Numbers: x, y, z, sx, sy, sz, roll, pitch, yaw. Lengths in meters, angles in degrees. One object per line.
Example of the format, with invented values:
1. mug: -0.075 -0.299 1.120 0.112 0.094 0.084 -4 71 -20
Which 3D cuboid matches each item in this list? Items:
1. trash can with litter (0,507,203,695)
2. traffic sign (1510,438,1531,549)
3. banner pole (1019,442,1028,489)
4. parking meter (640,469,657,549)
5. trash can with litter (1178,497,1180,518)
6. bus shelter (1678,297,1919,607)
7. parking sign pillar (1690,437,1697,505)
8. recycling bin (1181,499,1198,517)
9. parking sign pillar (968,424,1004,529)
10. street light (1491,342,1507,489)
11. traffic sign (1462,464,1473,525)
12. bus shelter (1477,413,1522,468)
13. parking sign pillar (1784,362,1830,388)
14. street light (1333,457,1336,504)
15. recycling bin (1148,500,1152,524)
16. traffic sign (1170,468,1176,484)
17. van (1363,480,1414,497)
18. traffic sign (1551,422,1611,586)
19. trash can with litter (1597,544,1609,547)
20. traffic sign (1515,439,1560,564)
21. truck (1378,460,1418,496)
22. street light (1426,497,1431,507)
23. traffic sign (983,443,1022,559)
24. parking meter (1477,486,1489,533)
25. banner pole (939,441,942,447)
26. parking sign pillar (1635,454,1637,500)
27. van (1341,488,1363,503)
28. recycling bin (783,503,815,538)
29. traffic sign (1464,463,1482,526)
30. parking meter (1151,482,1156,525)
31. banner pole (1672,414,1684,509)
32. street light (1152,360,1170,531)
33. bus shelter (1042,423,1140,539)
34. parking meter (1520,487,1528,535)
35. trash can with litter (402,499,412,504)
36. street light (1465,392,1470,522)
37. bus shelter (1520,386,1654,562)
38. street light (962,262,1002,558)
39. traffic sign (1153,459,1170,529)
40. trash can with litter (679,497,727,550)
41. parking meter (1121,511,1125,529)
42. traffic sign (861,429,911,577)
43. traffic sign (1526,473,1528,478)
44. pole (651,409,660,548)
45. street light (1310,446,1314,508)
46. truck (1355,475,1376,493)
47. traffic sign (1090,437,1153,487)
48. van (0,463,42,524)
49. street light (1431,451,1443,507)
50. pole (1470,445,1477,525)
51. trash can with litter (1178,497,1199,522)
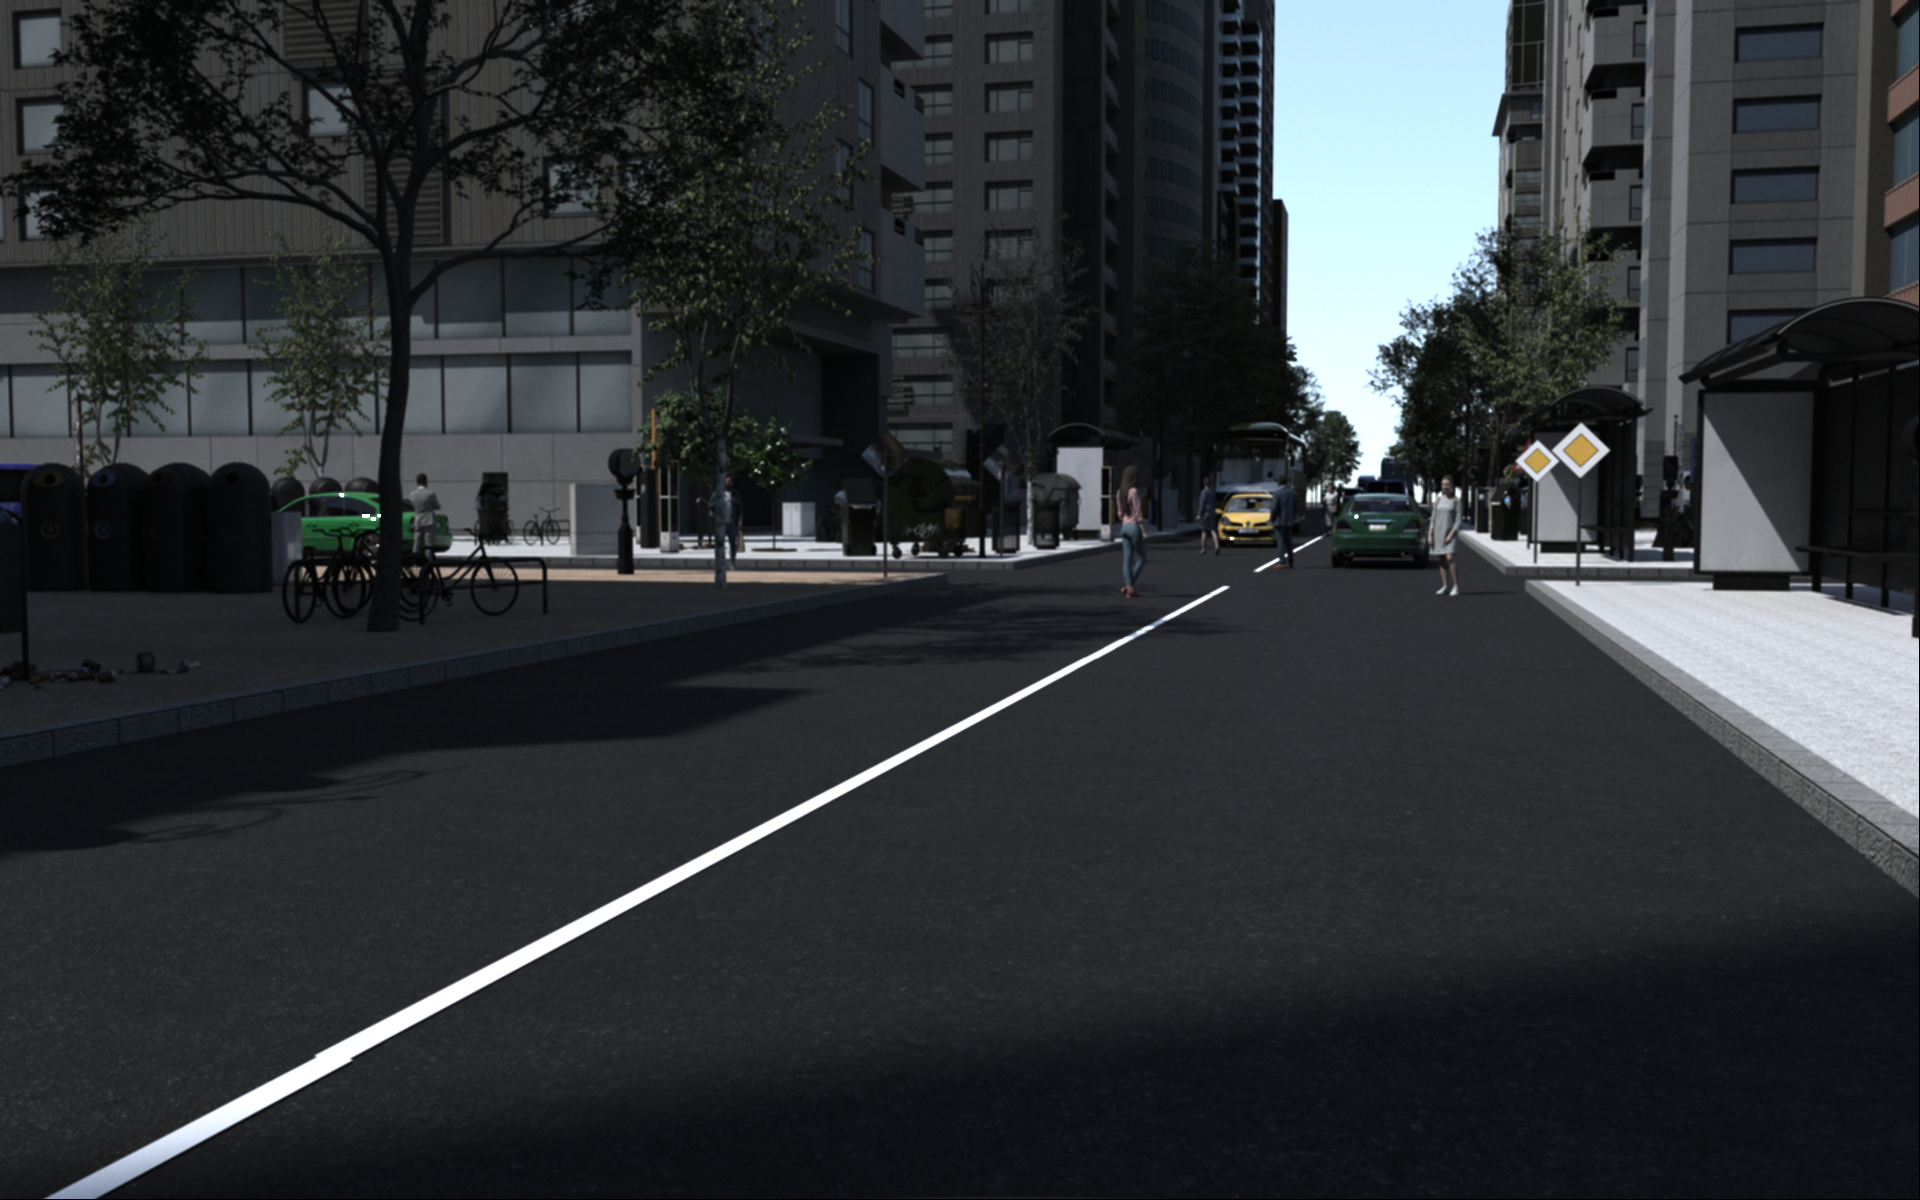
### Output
1. trash can with litter: -6.227 -0.050 11.870 1.678 1.210 2.233 3 5 41
2. traffic sign: 13.207 -2.456 40.166 0.884 2.594 0.081 1 4 21
3. banner pole: 3.031 -5.704 83.274 0.863 3.779 0.401 -3 5 -42
4. parking meter: -7.365 -2.151 40.874 0.255 1.863 0.399 -3 5 -39
5. trash can with litter: 11.246 -4.913 91.718 0.624 1.170 1.055 -1 4 -12
6. bus shelter: 9.957 -1.624 20.478 2.014 3.302 5.546 1 4 14
7. parking sign pillar: 25.068 -4.270 58.289 1.447 3.967 1.447 0 4 -1
8. recycling bin: 12.959 -5.225 97.977 0.722 1.027 0.722 -2 4 -23
9. parking sign pillar: 0.982 -4.672 64.854 1.447 3.967 1.447 -1 4 -20
10. street light: 16.382 -4.884 52.649 0.468 5.910 1.993 1 4 14
11. traffic sign: 21.061 -4.353 71.281 0.768 2.556 0.104 1 4 16
12. bus shelter: 25.850 -6.466 83.345 2.179 5.291 8.768 1 4 14
13. parking sign pillar: 15.957 -2.738 33.240 1.447 3.967 1.447 2 4 35
14. street light: 46.639 -14.832 215.292 0.468 5.910 1.993 1 4 14
15. recycling bin: 8.550 -3.779 74.335 0.722 1.027 0.722 3 4 36
16. traffic sign: 8.243 -4.055 68.426 0.606 2.300 0.079 1 4 19
17. van: 18.829 -4.403 76.366 2.240 2.365 5.245 1 4 16
18. traffic sign: 8.628 -1.253 24.131 0.795 2.450 0.064 1 4 14
19. trash can with litter: 15.793 -1.888 42.250 0.624 1.170 1.055 2 4 35
20. traffic sign: 10.604 -1.726 31.869 0.795 2.450 0.064 1 4 14
21. truck: 31.363 -8.264 124.870 2.967 4.110 18.799 1 4 15
22. street light: 48.403 -12.539 177.795 0.468 5.910 1.993 1 4 14
23. traffic sign: 0.828 -1.880 34.378 0.795 2.450 0.064 1 4 14
24. parking meter: 17.240 -2.977 57.084 0.372 1.533 0.369 0 3 0
25. banner pole: -1.022 -5.590 81.418 0.401 3.779 0.863 2 4 26
26. parking sign pillar: 30.915 -5.654 80.910 1.447 3.967 1.447 -3 5 -40
27. van: 37.563 -9.848 165.406 2.240 2.365 5.245 1 4 14
28. recycling bin: -4.789 -2.381 51.489 0.722 1.027 0.722 2 4 32
29. traffic sign: 20.823 -4.286 70.182 0.768 2.556 0.104 1 4 19
30. parking meter: 8.078 -4.006 71.204 0.255 1.863 0.399 -2 4 -32
31. banner pole: 22.659 -3.955 54.674 0.863 3.779 0.401 -3 5 -44
32. street light: 6.969 -5.341 60.111 0.468 5.910 1.993 1 4 14
33. bus shelter: 4.007 -3.555 52.041 2.014 3.302 5.546 1 4 14
34. parking meter: 17.794 -2.811 54.376 0.372 1.533 0.369 0 3 0
35. trash can with litter: -12.842 -1.735 39.749 0.624 1.170 1.055 0 4 -3
36. street light: 22.880 -6.445 78.158 0.468 5.910 1.993 1 4 14
37. bus shelter: 12.541 -2.515 35.049 2.014 3.302 5.546 1 4 14
38. street light: 0.447 -3.784 34.655 0.468 5.910 1.993 1 4 14
39. traffic sign: 7.246 -3.846 62.990 0.768 2.556 0.104 1 4 19
40. trash can with litter: -6.243 -1.793 40.368 1.678 1.210 2.233 1 4 21
41. parking meter: 6.039 -3.322 62.729 0.372 1.533 0.369 0 3 0
42. traffic sign: -1.148 -1.407 26.640 0.795 2.450 0.064 1 4 14
43. traffic sign: 22.803 -4.192 68.649 0.768 2.556 0.104 1 4 23
44. pole: -7.284 -2.918 41.550 0.158 3.312 0.155 0 3 0
45. street light: 32.750 -11.513 161.020 0.468 5.910 1.993 1 4 14
46. truck: 59.377 -15.999 251.346 2.967 4.110 18.799 1 4 16
47. traffic sign: 5.753 -4.161 61.911 2.265 3.308 0.079 1 4 16
48. van: -20.972 -1.876 35.058 5.245 2.365 2.240 1 4 14
49. street light: 41.820 -10.959 151.968 0.468 5.910 1.993 1 4 14
50. pole: 21.400 -4.791 72.168 0.158 3.312 0.155 0 3 0
51. trash can with litter: 10.517 -4.194 79.626 1.678 1.210 2.233 0 4 6
